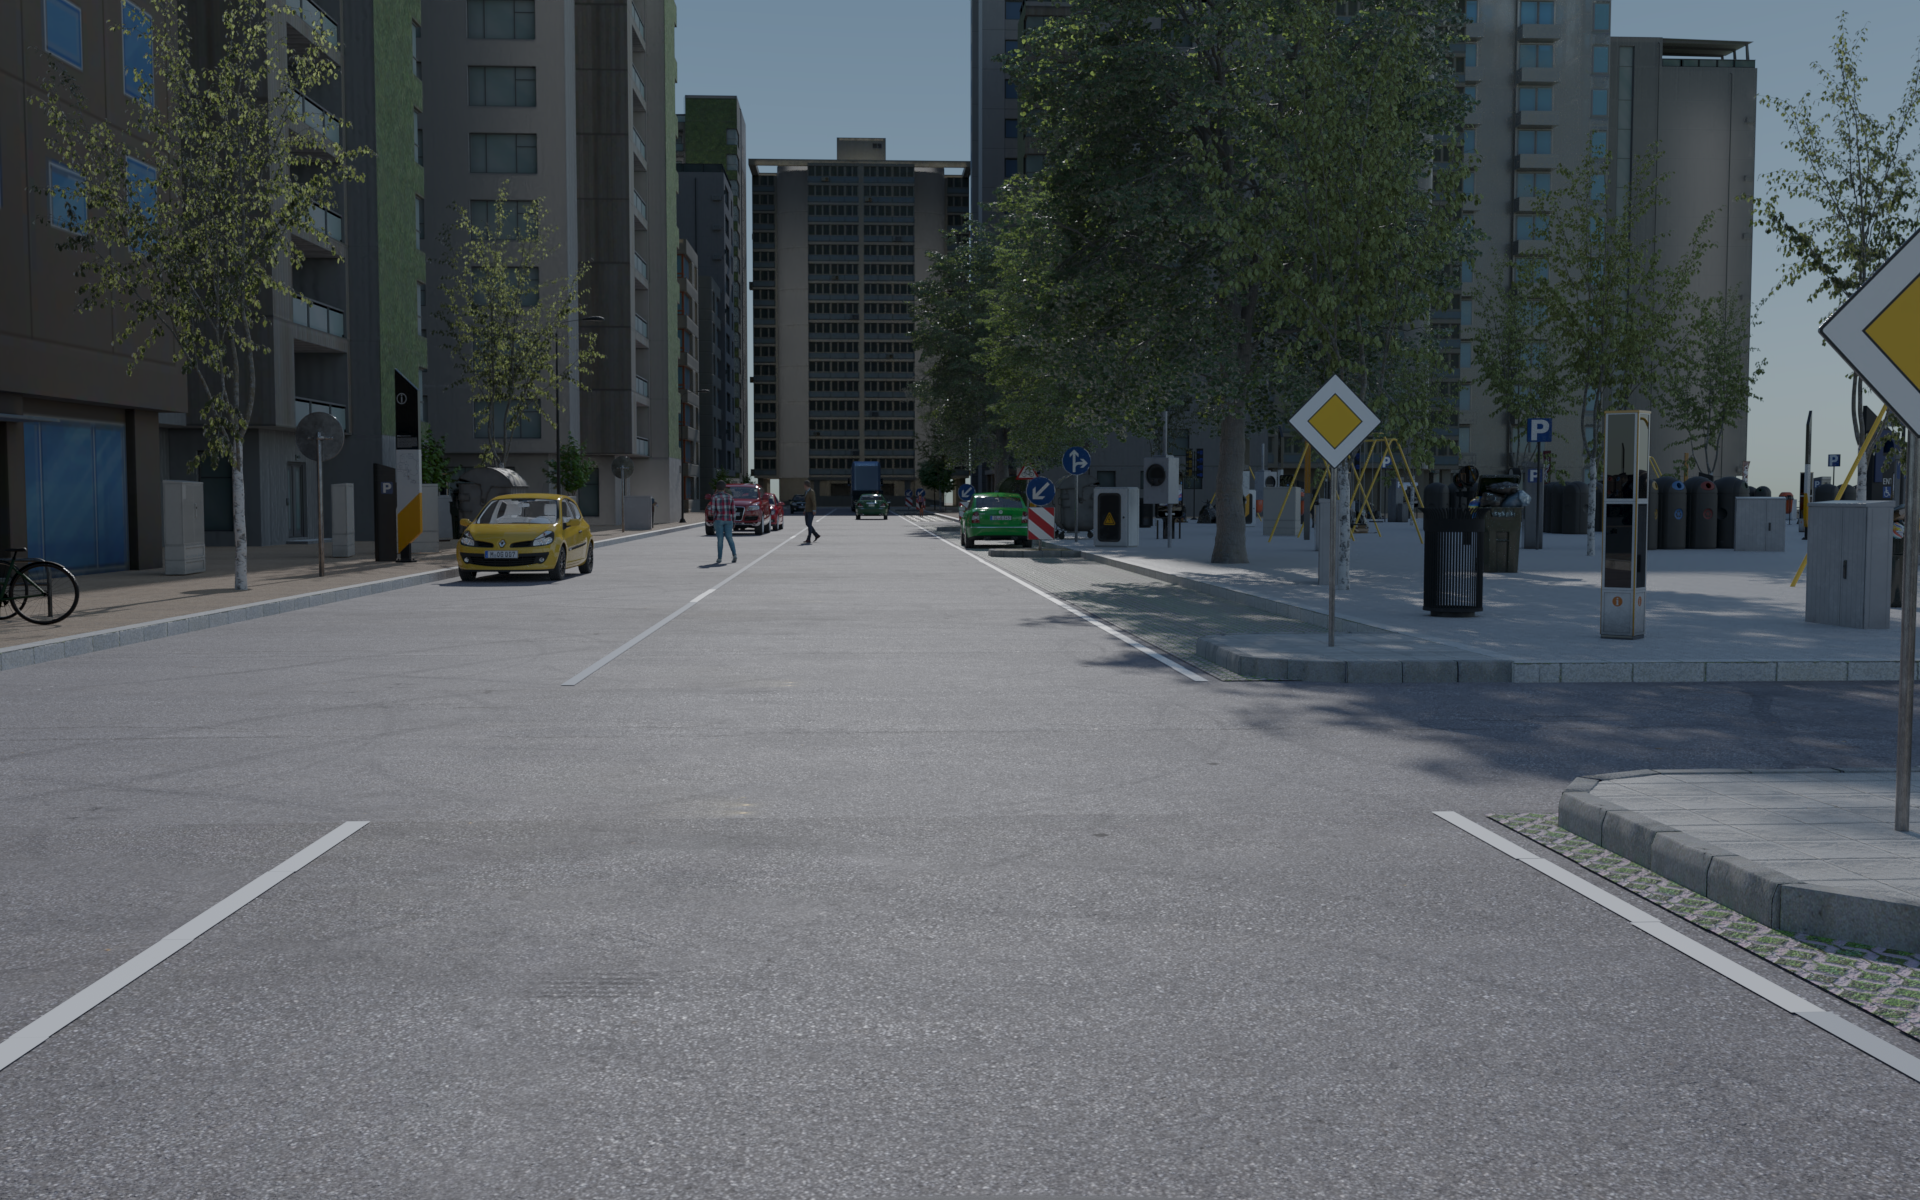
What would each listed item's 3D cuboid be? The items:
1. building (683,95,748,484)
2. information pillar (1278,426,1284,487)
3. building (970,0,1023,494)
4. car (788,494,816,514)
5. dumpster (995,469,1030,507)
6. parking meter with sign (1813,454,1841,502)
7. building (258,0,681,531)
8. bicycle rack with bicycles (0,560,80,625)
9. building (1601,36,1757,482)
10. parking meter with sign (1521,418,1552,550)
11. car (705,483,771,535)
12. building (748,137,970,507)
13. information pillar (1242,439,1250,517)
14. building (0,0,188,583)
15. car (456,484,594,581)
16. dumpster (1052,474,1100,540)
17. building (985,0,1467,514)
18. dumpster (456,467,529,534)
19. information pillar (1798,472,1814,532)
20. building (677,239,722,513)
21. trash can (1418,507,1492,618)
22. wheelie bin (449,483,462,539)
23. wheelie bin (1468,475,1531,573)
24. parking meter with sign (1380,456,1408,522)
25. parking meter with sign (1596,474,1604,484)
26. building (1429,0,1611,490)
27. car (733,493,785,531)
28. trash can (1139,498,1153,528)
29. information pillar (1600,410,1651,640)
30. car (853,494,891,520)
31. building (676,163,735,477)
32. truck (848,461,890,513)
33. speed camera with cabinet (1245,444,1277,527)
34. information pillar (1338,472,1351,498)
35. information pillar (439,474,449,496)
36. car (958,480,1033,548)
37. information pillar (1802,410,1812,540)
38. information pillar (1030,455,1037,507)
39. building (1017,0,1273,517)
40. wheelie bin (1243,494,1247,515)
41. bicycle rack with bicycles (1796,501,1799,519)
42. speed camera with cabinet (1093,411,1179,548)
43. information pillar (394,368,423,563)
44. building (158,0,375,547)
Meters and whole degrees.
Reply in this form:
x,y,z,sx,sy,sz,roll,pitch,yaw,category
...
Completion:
x,y,z,sx,sy,sz,roll,pitch,yaw,category
-29.553,-30.419,180.947,14.086,41.232,14.154,0,4,-3,building
10.932,-4.143,59.099,0.183,3.616,0.504,0,4,-2,information pillar
11.368,-37.082,148.281,21.231,58.520,28.212,0,4,-3,building
-11.551,-7.154,126.752,2.009,1.686,4.222,0,4,-5,car
2.156,-3.967,67.348,1.502,2.255,1.985,0,4,-3,dumpster
37.433,-4.833,75.274,1.738,3.016,0.543,-2,4,-28,parking meter with sign
-19.602,-23.780,72.396,14.154,41.232,14.086,0,4,-3,building
-10.130,-0.221,16.993,2.925,0.926,2.852,0,4,-4,bicycle rack with bicycles
62.563,-29.084,159.116,14.086,41.232,14.154,0,4,-3,building
13.467,-2.713,40.625,0.543,3.016,1.738,1,4,12,parking meter with sign
-7.941,-3.277,62.257,2.281,1.827,5.304,0,4,-2,car
-10.900,-30.553,191.422,23.993,40.220,32.217,0,4,-3,building
10.210,-4.357,62.598,0.504,3.616,0.183,-1,4,-12,information pillar
-20.002,-22.724,21.656,14.600,45.320,14.200,0,4,-3,building
-7.463,-1.203,29.890,2.015,1.641,3.980,0,4,-2,car
3.332,-2.670,49.405,1.264,1.857,1.865,0,4,-3,dumpster
18.243,-26.377,123.142,32.217,40.220,23.993,0,4,-3,building
-10.224,-1.964,37.872,1.264,1.857,1.865,0,4,-3,dumpster
28.361,-3.276,58.059,0.304,2.012,0.304,0,4,-7,information pillar
-33.150,-17.497,131.116,27.650,21.520,28.899,0,4,-3,building
5.181,-0.399,18.180,0.748,1.137,0.748,0,3,0,trash can
-14.046,-2.520,49.116,0.980,1.594,0.693,2,4,34,wheelie bin
8.851,-1.251,28.356,0.980,1.594,0.693,0,4,4,wheelie bin
19.858,-5.061,79.000,0.543,3.016,1.738,-1,4,-19,parking meter with sign
24.251,-4.206,65.031,0.543,3.016,1.738,-2,4,-35,parking meter with sign
40.391,-32.618,152.916,30.456,49.044,23.786,0,4,-3,building
-8.015,-3.659,68.861,2.155,1.783,4.494,0,4,-2,car
7.049,-3.320,65.930,0.748,1.137,0.748,0,3,0,trash can
5.890,-0.663,15.339,0.304,2.012,0.304,3,5,40,information pillar
-5.016,-5.313,98.658,2.131,1.459,4.920,0,4,-2,car
-27.239,-23.362,153.675,14.107,30.474,14.160,0,4,-3,building
-7.212,-9.004,136.967,2.967,4.110,18.799,0,4,-5,truck
11.391,-4.471,67.429,2.038,3.252,0.660,-2,4,-32,speed camera with cabinet
12.864,-3.277,58.064,0.304,2.012,0.304,-3,5,-42,information pillar
-18.496,-3.525,62.120,0.304,2.012,0.304,0,4,-4,information pillar
0.952,-2.335,46.975,1.959,1.807,4.718,0,4,-3,car
23.682,-3.488,48.388,0.183,3.616,0.504,2,4,34,information pillar
2.739,-4.503,64.973,0.183,3.616,0.504,-1,4,-19,information pillar
10.226,-20.305,103.685,14.160,30.474,14.107,0,4,-3,building
8.756,-2.883,55.038,0.693,1.594,0.980,1,4,11,wheelie bin
43.889,-4.594,88.488,2.925,0.926,2.852,-1,4,-16,bicycle rack with bicycles
4.225,-2.895,41.676,2.038,3.252,0.660,2,4,34,speed camera with cabinet
-10.313,-2.508,32.366,0.504,3.616,0.183,1,4,13,information pillar
-22.576,-22.029,43.770,14.154,41.232,14.086,0,4,-3,building
